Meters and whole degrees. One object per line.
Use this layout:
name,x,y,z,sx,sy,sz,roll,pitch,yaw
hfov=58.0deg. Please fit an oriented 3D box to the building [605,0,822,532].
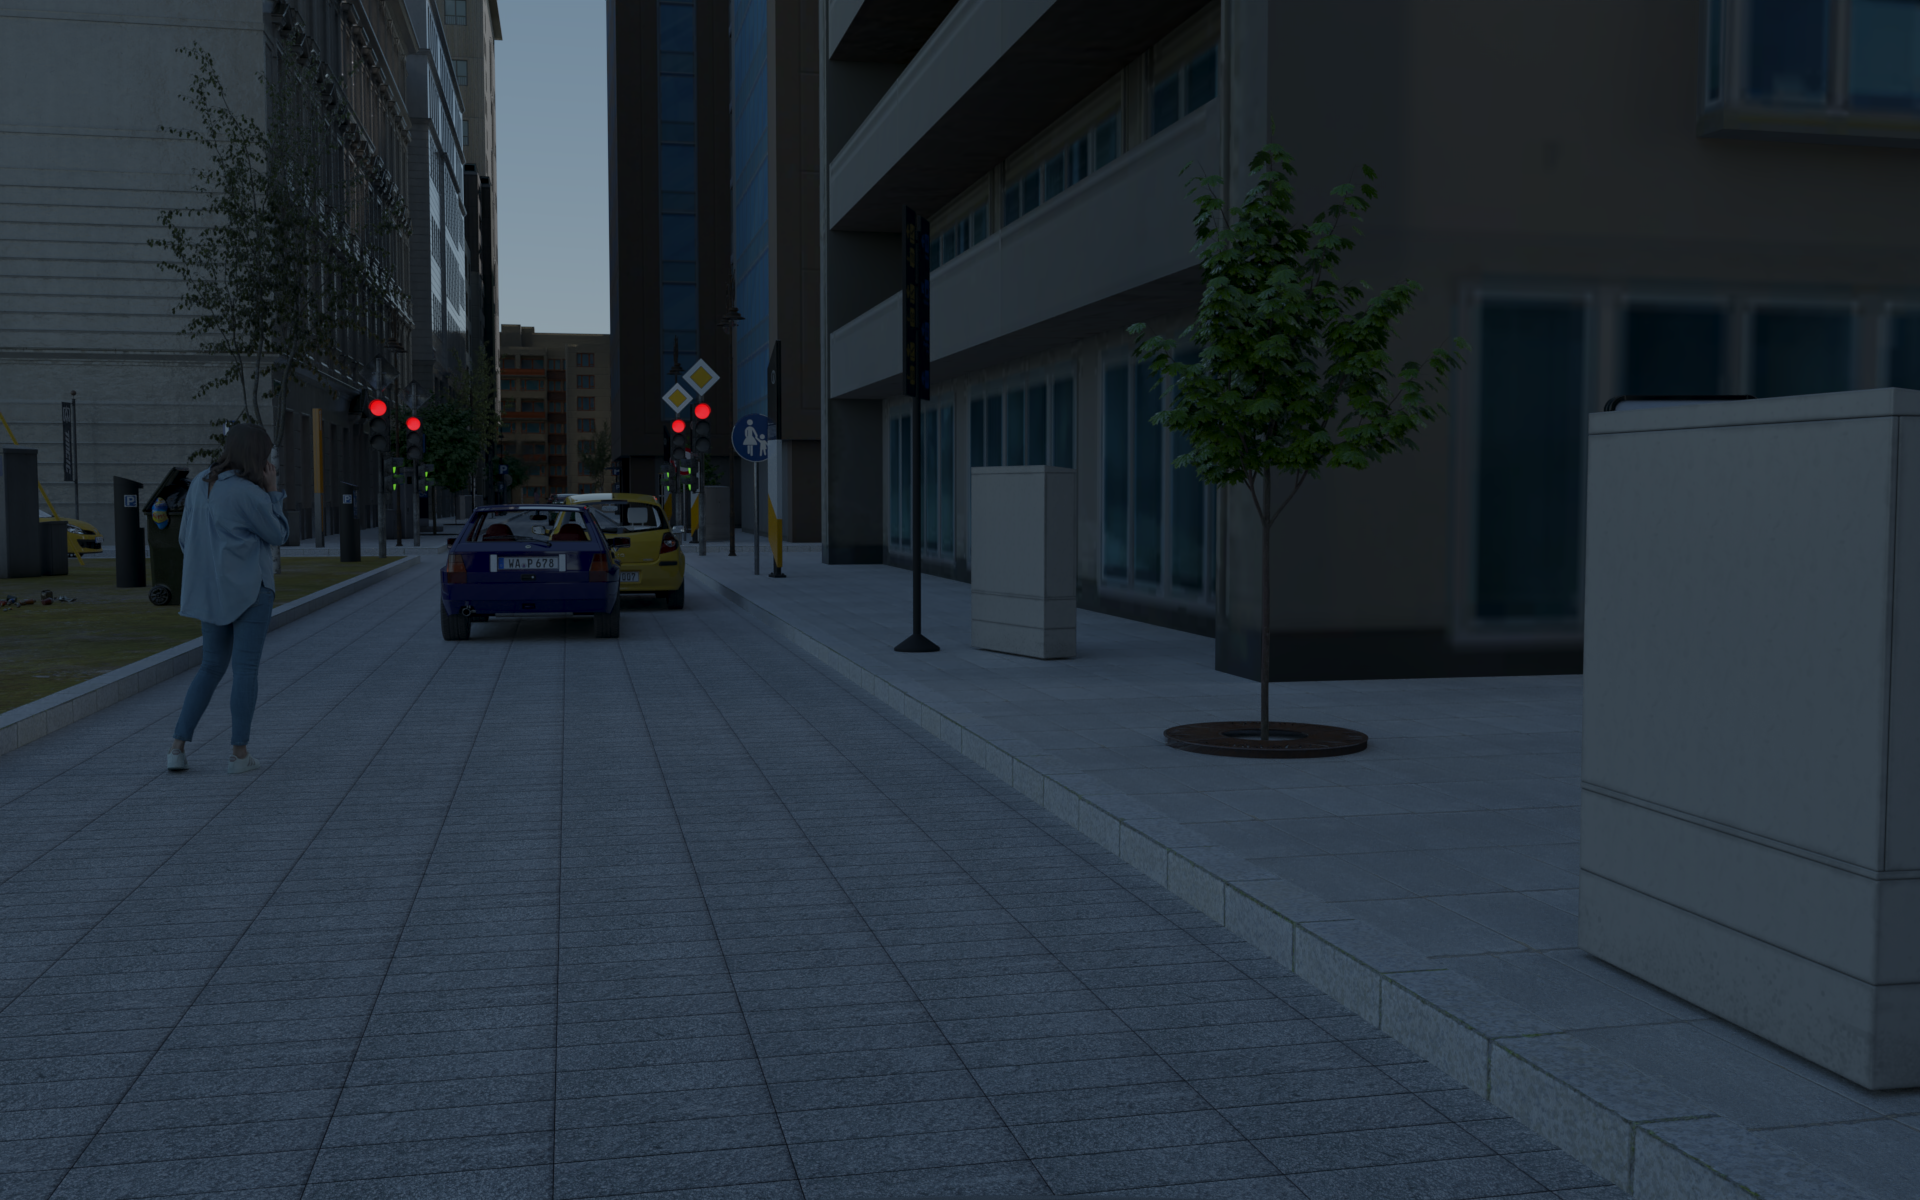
building,-7.193,-25.703,70.353,14.600,45.320,14.200,-1,4,-13

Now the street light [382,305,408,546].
street light,-13.799,-4.261,42.452,0.468,5.910,1.993,-1,4,-13

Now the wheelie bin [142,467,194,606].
wheelie bin,-9.058,-0.750,20.171,0.693,1.594,0.980,-1,4,-10

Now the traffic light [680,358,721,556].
traffic light,-5.375,-2.875,35.927,0.839,4.253,0.868,-1,4,-13

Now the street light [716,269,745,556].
street light,-4.715,-3.848,35.704,0.468,5.910,1.993,-1,4,-13

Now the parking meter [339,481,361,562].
parking meter,-11.552,-1.491,32.788,0.372,1.533,0.369,0,3,0

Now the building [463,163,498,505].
building,-47.672,-23.108,149.515,14.160,30.474,14.107,-1,4,-13

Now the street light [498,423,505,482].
street light,-28.680,-8.296,108.421,0.468,5.910,1.993,-1,4,-13

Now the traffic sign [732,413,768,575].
traffic sign,-3.223,-1.671,27.425,0.768,2.556,0.104,0,4,-7

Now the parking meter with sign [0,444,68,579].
parking meter with sign,-14.485,-1.849,26.499,0.543,3.016,1.738,1,4,15

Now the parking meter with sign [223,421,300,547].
parking meter with sign,-16.851,-2.791,41.891,0.543,3.016,1.738,2,4,32

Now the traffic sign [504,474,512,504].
traffic sign,-29.075,-6.782,110.993,0.768,2.556,0.104,-1,4,-11

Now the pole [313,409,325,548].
pole,-15.325,-2.908,41.382,0.158,3.312,0.155,0,3,0

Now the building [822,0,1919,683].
building,10.127,-24.413,22.859,21.300,48.544,21.600,-1,4,-13

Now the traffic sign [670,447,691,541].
traffic sign,-7.499,-2.878,47.162,0.768,2.556,0.104,0,4,-7

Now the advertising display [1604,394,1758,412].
advertising display,4.706,-0.374,11.335,0.974,1.923,0.123,0,4,3

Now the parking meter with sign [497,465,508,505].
parking meter with sign,-27.605,-6.614,104.396,0.543,3.016,1.738,-1,4,-22

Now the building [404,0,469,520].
building,-34.702,-19.655,98.859,11.434,29.767,29.804,-1,4,-13

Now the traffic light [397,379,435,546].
traffic light,-13.287,-3.266,42.316,0.839,4.253,0.868,-1,4,-13

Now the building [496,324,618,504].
building,-53.713,-22.425,211.685,28.899,21.520,27.650,-1,4,-13

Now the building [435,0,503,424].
building,-59.121,-35.491,169.518,27.495,52.752,28.713,-1,4,-13

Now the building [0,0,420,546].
building,-29.741,-17.476,62.147,17.030,29.872,44.131,-1,4,-13

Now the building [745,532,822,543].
building,0.697,-24.574,51.900,14.200,45.320,14.600,-1,4,-13

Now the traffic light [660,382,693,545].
traffic light,-7.134,-3.351,43.717,0.839,4.253,0.868,-1,4,-13

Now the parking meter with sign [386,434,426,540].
parking meter with sign,-15.901,-3.254,49.468,0.543,3.016,1.738,1,4,11

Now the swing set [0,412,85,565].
swing set,-17.837,-2.073,31.517,2.862,2.851,3.119,-3,4,-37

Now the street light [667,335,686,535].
street light,-8.255,-4.751,50.468,0.468,5.910,1.993,-1,4,-13

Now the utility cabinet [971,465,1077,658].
utility cabinet,0.507,-0.316,13.838,0.318,1.500,1.173,-2,4,-28

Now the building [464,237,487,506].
building,-49.642,-17.214,126.484,27.650,21.520,28.899,-1,4,-13

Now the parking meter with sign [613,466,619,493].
parking meter with sign,-21.302,-6.816,107.709,0.543,3.016,1.738,-1,4,-12

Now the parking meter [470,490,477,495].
parking meter,-27.197,-5.414,96.936,0.372,1.533,0.369,0,3,0

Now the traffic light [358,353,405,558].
traffic light,-11.528,-2.789,34.526,0.839,4.253,0.868,-1,4,-13

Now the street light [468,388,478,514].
street light,-21.280,-6.286,75.558,0.468,5.910,1.993,-1,4,-13

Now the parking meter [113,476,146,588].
parking meter,-11.431,-0.944,23.848,0.372,1.533,0.369,0,3,0
